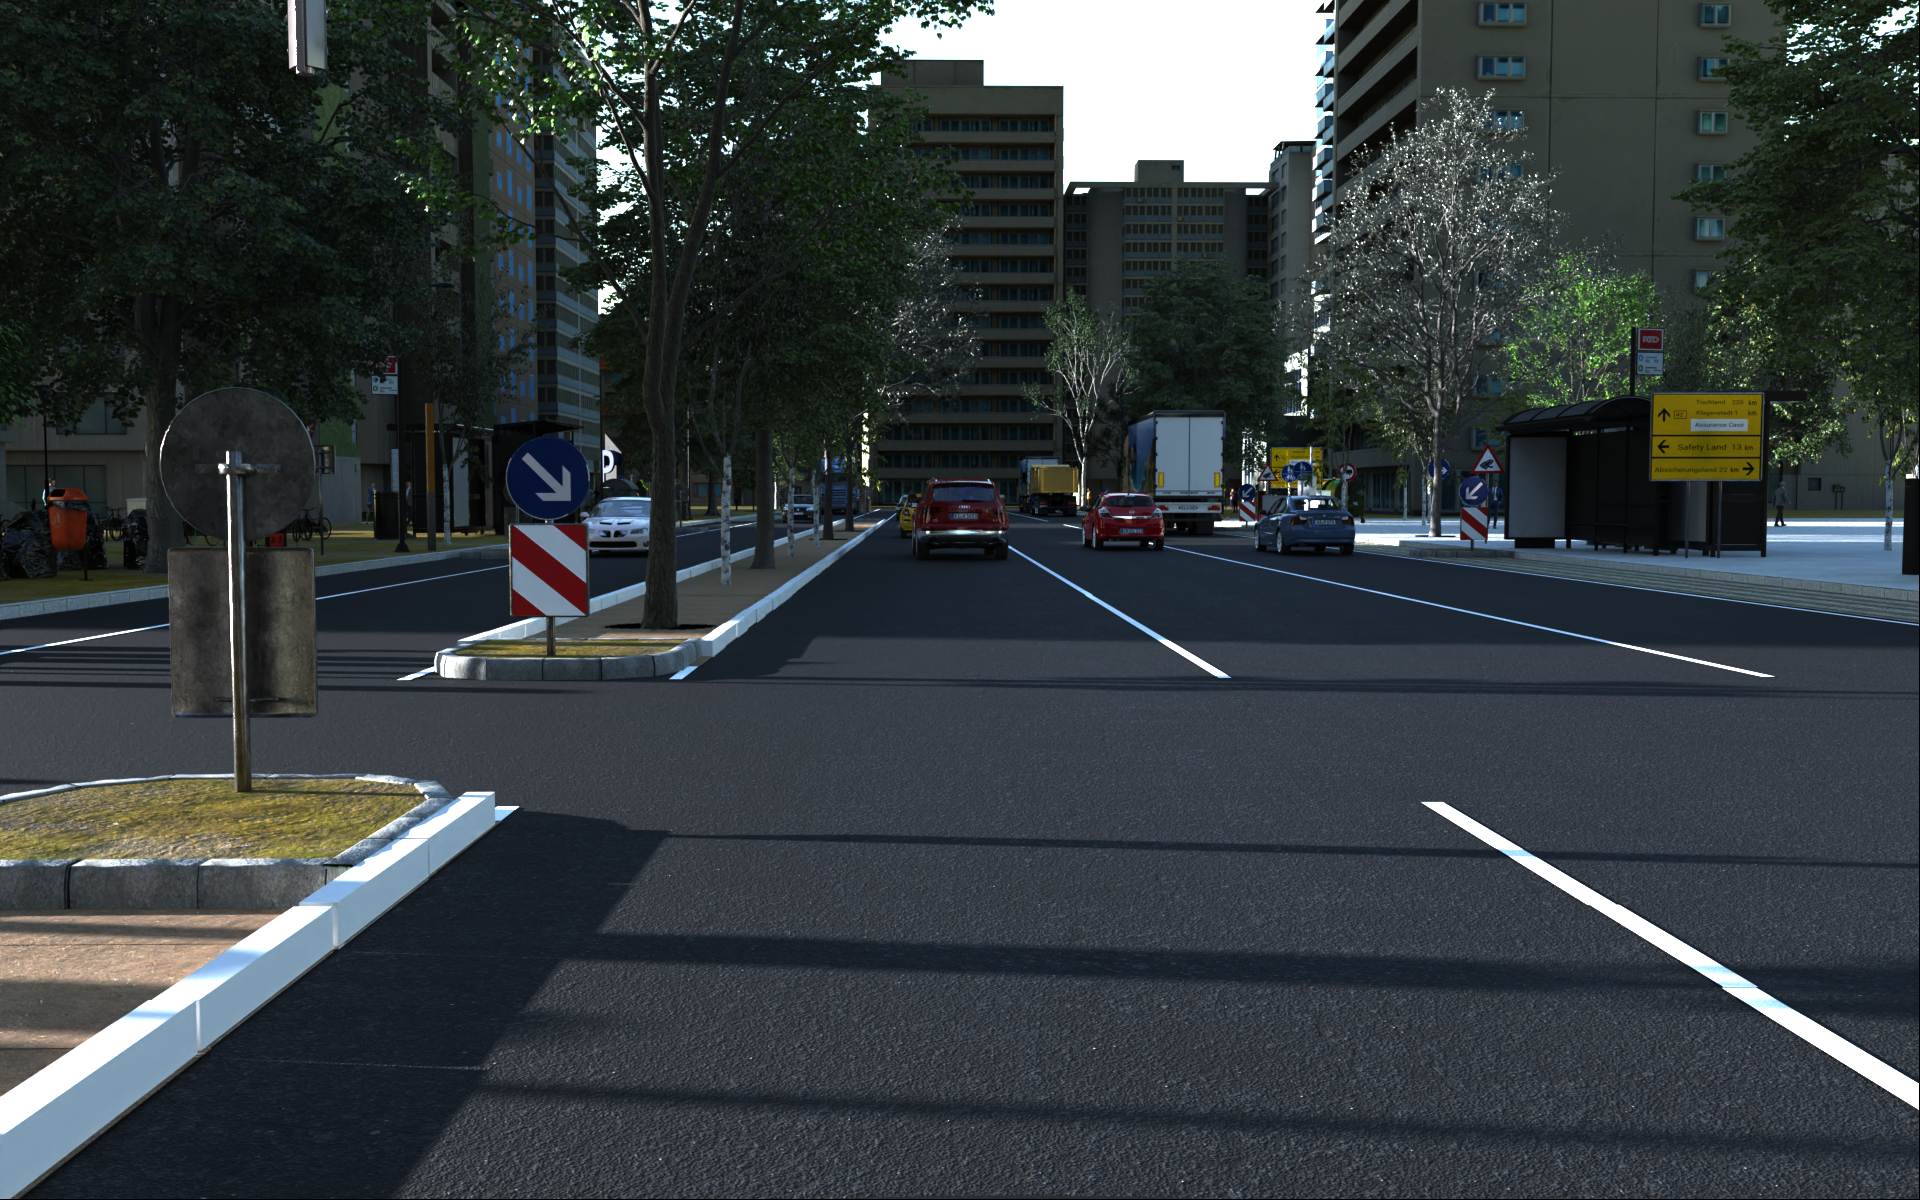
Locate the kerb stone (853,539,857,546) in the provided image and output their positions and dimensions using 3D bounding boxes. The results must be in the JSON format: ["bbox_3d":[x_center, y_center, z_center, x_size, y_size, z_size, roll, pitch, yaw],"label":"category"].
[{"bbox_3d":[-2.922,-1.480,46.441,0.120,0.150,1.000,0,4,-1],"label":"kerb stone"}]

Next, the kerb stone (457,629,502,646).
[{"bbox_3d":[-4.347,0.400,15.651,0.120,0.150,1.000,0,4,-1],"label":"kerb stone"}]

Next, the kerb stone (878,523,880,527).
[{"bbox_3d":[-3.462,-2.990,71.075,0.120,0.150,1.000,0,4,-1],"label":"kerb stone"}]

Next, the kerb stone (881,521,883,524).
[{"bbox_3d":[-3.574,-3.297,76.191,0.120,0.150,1.000,0,4,-1],"label":"kerb stone"}]

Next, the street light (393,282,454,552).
[{"bbox_3d":[-11.780,-4.009,38.088,1.470,5.913,1.316,0,4,-1],"label":"street light"}]

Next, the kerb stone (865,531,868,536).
[{"bbox_3d":[-3.127,-2.048,55.686,0.120,0.150,1.000,0,4,-1],"label":"kerb stone"}]

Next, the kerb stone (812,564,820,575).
[{"bbox_3d":[-2.562,-0.479,30.033,0.120,0.150,1.000,0,4,-1],"label":"kerb stone"}]

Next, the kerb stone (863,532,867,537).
[{"bbox_3d":[-3.103,-1.985,54.650,0.120,0.150,1.000,0,4,-1],"label":"kerb stone"}]

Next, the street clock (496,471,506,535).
[{"bbox_3d":[-14.223,-3.024,54.014,0.471,2.002,0.358,-1,4,-13],"label":"street clock"}]

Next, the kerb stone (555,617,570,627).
[{"bbox_3d":[-4.408,0.211,18.743,0.120,0.150,1.000,0,4,-1],"label":"kerb stone"}]

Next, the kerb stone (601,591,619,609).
[{"bbox_3d":[-4.479,0.023,21.814,0.120,0.150,1.000,0,4,-1],"label":"kerb stone"}]

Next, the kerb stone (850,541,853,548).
[{"bbox_3d":[-2.879,-1.357,44.378,0.120,0.150,1.000,0,4,-1],"label":"kerb stone"}]

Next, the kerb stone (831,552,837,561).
[{"bbox_3d":[-2.697,-0.856,36.184,0.120,0.150,1.000,0,4,-1],"label":"kerb stone"}]

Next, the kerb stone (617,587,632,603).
[{"bbox_3d":[-4.500,-0.039,22.836,0.120,0.150,1.000,0,4,-1],"label":"kerb stone"}]

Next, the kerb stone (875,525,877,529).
[{"bbox_3d":[-3.384,-2.738,66.968,0.120,0.150,1.000,0,4,-1],"label":"kerb stone"}]

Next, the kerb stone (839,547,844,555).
[{"bbox_3d":[-2.765,-1.043,39.251,0.120,0.150,1.000,0,4,-1],"label":"kerb stone"}]

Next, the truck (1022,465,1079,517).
[{"bbox_3d":[6.025,-7.175,113.236,3.469,3.379,9.791,0,4,-2],"label":"truck"}]

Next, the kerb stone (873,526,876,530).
[{"bbox_3d":[-3.335,-2.607,64.914,0.120,0.150,1.000,0,4,-1],"label":"kerb stone"}]

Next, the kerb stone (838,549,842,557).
[{"bbox_3d":[-2.735,-0.978,38.229,0.120,0.150,1.000,0,4,-1],"label":"kerb stone"}]

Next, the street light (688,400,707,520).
[{"bbox_3d":[-12.856,-6.915,85.594,1.470,5.913,1.316,0,4,-1],"label":"street light"}]

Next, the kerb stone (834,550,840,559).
[{"bbox_3d":[-2.722,-0.918,37.207,0.120,0.150,1.000,0,4,-1],"label":"kerb stone"}]

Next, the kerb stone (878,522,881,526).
[{"bbox_3d":[-3.484,-3.048,72.097,0.120,0.150,1.000,0,4,-1],"label":"kerb stone"}]

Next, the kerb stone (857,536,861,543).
[{"bbox_3d":[-2.986,-1.672,49.529,0.120,0.150,1.000,0,4,-1],"label":"kerb stone"}]

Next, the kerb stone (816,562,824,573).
[{"bbox_3d":[-2.577,-0.542,31.061,0.120,0.150,1.000,0,4,-1],"label":"kerb stone"}]

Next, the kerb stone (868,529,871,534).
[{"bbox_3d":[-3.193,-2.236,58.756,0.120,0.150,1.000,0,4,-1],"label":"kerb stone"}]

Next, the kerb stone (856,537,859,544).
[{"bbox_3d":[-2.965,-1.609,48.507,0.120,0.150,1.000,0,4,-1],"label":"kerb stone"}]

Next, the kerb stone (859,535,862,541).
[{"bbox_3d":[-3.007,-1.731,50.551,0.120,0.150,1.000,0,4,-1],"label":"kerb stone"}]

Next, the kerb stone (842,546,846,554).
[{"bbox_3d":[-2.785,-1.100,40.273,0.120,0.150,1.000,0,4,-1],"label":"kerb stone"}]

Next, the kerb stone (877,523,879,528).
[{"bbox_3d":[-3.444,-2.925,70.039,0.120,0.150,1.000,0,4,-1],"label":"kerb stone"}]

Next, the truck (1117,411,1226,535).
[{"bbox_3d":[7.647,-4.581,63.815,2.839,4.237,11.283,0,4,-1],"label":"truck"}]

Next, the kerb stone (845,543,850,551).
[{"bbox_3d":[-2.831,-1.232,42.334,0.120,0.150,1.000,0,4,-1],"label":"kerb stone"}]

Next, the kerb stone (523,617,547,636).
[{"bbox_3d":[-4.385,0.277,17.712,0.120,0.150,1.000,0,4,-1],"label":"kerb stone"}]

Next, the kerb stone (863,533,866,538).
[{"bbox_3d":[-3.075,-1.923,53.628,0.120,0.150,1.000,0,4,-1],"label":"kerb stone"}]

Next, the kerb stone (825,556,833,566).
[{"bbox_3d":[-2.645,-0.729,34.127,0.120,0.150,1.000,0,4,-1],"label":"kerb stone"}]

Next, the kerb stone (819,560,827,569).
[{"bbox_3d":[-2.608,-0.605,32.083,0.120,0.150,1.000,0,4,-1],"label":"kerb stone"}]

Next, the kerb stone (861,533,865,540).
[{"bbox_3d":[-3.053,-1.860,52.606,0.120,0.150,1.000,0,4,-1],"label":"kerb stone"}]

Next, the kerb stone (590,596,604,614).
[{"bbox_3d":[-4.460,0.088,20.792,0.120,0.150,1.000,0,4,-1],"label":"kerb stone"}]

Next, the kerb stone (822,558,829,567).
[{"bbox_3d":[-2.634,-0.667,33.105,0.120,0.150,1.000,0,4,-1],"label":"kerb stone"}]

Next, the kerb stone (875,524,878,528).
[{"bbox_3d":[-3.405,-2.800,67.991,0.120,0.150,1.000,0,4,-1],"label":"kerb stone"}]

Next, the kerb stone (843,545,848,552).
[{"bbox_3d":[-2.810,-1.168,41.296,0.120,0.150,1.000,0,4,-1],"label":"kerb stone"}]

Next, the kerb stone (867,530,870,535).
[{"bbox_3d":[-3.163,-2.174,57.734,0.120,0.150,1.000,0,4,-1],"label":"kerb stone"}]

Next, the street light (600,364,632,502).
[{"bbox_3d":[-12.267,-5.462,61.842,1.470,5.913,1.316,0,4,-1],"label":"street light"}]

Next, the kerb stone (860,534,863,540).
[{"bbox_3d":[-3.032,-1.797,51.573,0.120,0.150,1.000,0,4,-1],"label":"kerb stone"}]

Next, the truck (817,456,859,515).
[{"bbox_3d":[-8.753,-8.422,127.462,2.967,4.110,18.799,0,4,-2],"label":"truck"}]

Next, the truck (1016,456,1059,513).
[{"bbox_3d":[5.952,-8.837,133.401,2.839,4.237,11.283,0,4,-1],"label":"truck"}]

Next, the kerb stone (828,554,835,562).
[{"bbox_3d":[-2.675,-0.793,35.159,0.120,0.150,1.000,0,4,-1],"label":"kerb stone"}]

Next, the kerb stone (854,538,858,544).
[{"bbox_3d":[-2.939,-1.546,47.473,0.120,0.150,1.000,0,4,-1],"label":"kerb stone"}]

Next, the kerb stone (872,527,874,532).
[{"bbox_3d":[-3.290,-2.483,62.864,0.120,0.150,1.000,0,4,-1],"label":"kerb stone"}]

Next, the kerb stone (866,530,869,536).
[{"bbox_3d":[-3.153,-2.111,56.711,0.120,0.150,1.000,0,4,-1],"label":"kerb stone"}]

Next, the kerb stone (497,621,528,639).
[{"bbox_3d":[-4.364,0.339,16.685,0.120,0.150,1.000,0,4,-1],"label":"kerb stone"}]

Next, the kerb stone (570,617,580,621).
[{"bbox_3d":[-4.440,0.157,19.765,0.120,0.150,1.000,0,4,-1],"label":"kerb stone"}]

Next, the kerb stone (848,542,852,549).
[{"bbox_3d":[-2.857,-1.294,43.356,0.120,0.150,1.000,0,4,-1],"label":"kerb stone"}]

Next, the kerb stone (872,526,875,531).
[{"bbox_3d":[-3.304,-2.550,63.892,0.120,0.150,1.000,0,4,-1],"label":"kerb stone"}]

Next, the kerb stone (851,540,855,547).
[{"bbox_3d":[-2.899,-1.420,45.412,0.120,0.150,1.000,0,4,-1],"label":"kerb stone"}]

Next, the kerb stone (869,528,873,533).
[{"bbox_3d":[-3.235,-2.362,60.811,0.120,0.150,1.000,0,4,-1],"label":"kerb stone"}]
